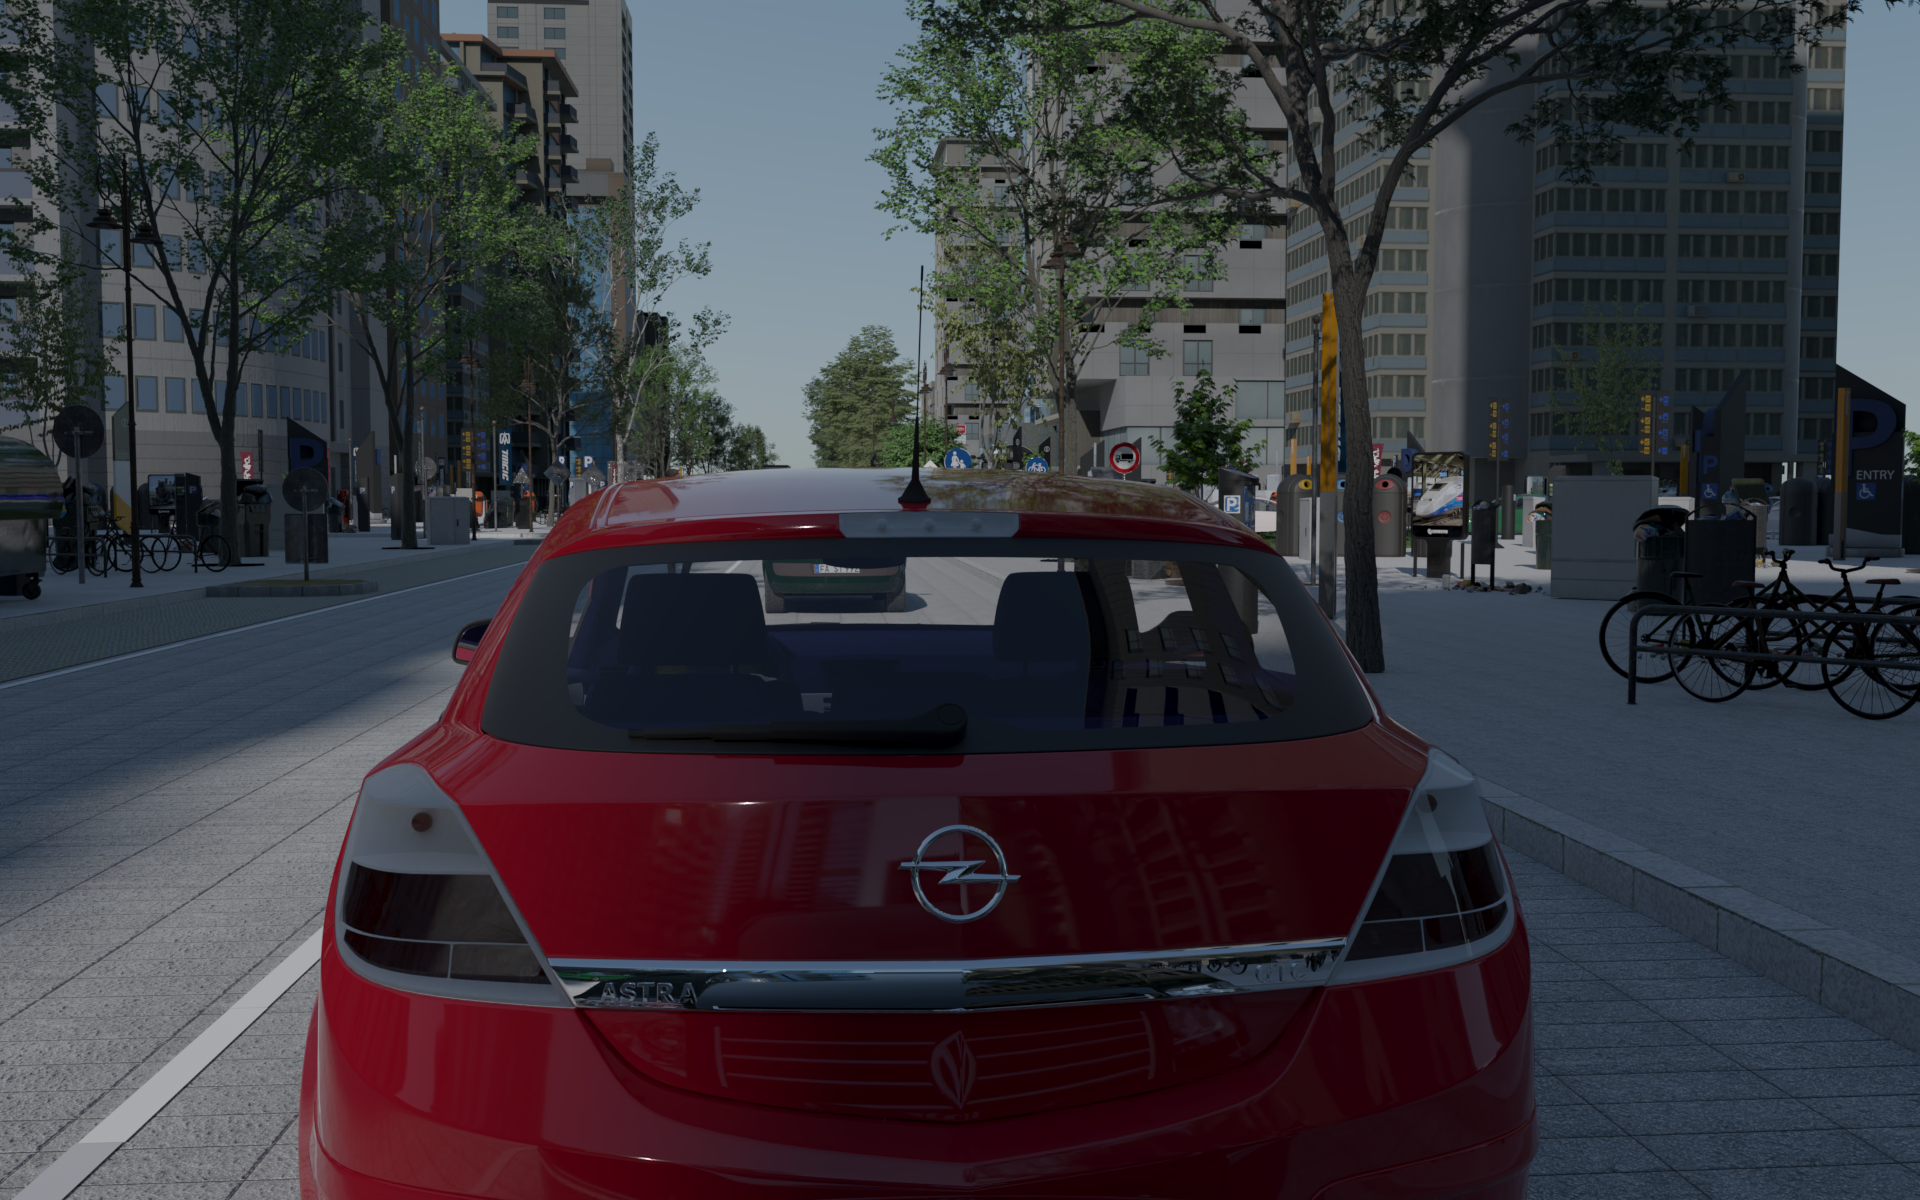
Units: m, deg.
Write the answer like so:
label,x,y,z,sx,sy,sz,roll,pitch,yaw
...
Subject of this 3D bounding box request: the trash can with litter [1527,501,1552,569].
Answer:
label,x,y,z,sx,sy,sz,roll,pitch,yaw
trash can with litter,10.098,-1.118,29.674,0.624,1.170,1.055,2,4,26

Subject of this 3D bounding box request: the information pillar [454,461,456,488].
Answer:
label,x,y,z,sx,sy,sz,roll,pitch,yaw
information pillar,-36.202,-8.126,124.219,0.183,3.616,0.504,-1,4,-13

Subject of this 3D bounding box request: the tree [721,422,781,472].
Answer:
label,x,y,z,sx,sy,sz,roll,pitch,yaw
tree,-33.471,-21.989,276.525,9.611,12.733,9.660,0,3,0

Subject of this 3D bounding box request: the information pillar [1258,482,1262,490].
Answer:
label,x,y,z,sx,sy,sz,roll,pitch,yaw
information pillar,18.677,-6.365,108.558,0.304,2.012,0.304,-2,4,-30

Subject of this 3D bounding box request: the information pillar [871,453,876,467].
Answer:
label,x,y,z,sx,sy,sz,roll,pitch,yaw
information pillar,-4.854,-6.488,97.425,0.183,3.616,0.504,2,4,31

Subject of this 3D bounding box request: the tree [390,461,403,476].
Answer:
label,x,y,z,sx,sy,sz,roll,pitch,yaw
tree,-32.296,-6.462,100.255,1.663,3.219,1.824,0,3,0

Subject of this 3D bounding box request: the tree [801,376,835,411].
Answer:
label,x,y,z,sx,sy,sz,roll,pitch,yaw
tree,-16.064,-24.260,252.538,12.611,20.169,13.585,0,3,0

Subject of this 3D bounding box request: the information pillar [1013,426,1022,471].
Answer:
label,x,y,z,sx,sy,sz,roll,pitch,yaw
information pillar,1.984,-4.182,59.735,0.183,3.616,0.504,-2,4,-29

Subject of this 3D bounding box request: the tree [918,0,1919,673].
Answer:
label,x,y,z,sx,sy,sz,roll,pitch,yaw
tree,3.011,-4.778,12.535,8.767,10.594,7.601,1,4,10

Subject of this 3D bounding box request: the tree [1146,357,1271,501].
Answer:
label,x,y,z,sx,sy,sz,roll,pitch,yaw
tree,3.303,-1.818,24.332,1.663,3.219,1.824,0,3,0

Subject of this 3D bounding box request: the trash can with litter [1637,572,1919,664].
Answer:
label,x,y,z,sx,sy,sz,roll,pitch,yaw
trash can with litter,6.389,-0.154,13.575,2.233,1.210,1.678,1,4,16

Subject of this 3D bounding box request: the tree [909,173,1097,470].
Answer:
label,x,y,z,sx,sy,sz,roll,pitch,yaw
tree,0.956,-5.533,40.819,4.737,8.622,4.395,0,3,0

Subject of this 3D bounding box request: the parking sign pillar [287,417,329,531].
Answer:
label,x,y,z,sx,sy,sz,roll,pitch,yaw
parking sign pillar,-22.699,-4.394,60.320,1.447,3.967,1.447,-2,4,-25

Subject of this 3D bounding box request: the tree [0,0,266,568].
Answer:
label,x,y,z,sx,sy,sz,roll,pitch,yaw
tree,-13.056,-6.392,30.257,9.928,11.665,9.643,0,3,0

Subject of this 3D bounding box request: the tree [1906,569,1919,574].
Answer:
label,x,y,z,sx,sy,sz,roll,pitch,yaw
tree,16.045,-2.038,27.919,1.663,3.219,1.824,0,3,0

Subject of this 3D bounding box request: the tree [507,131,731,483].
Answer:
label,x,y,z,sx,sy,sz,roll,pitch,yaw
tree,-18.251,-14.457,92.265,12.611,20.169,13.585,0,3,0

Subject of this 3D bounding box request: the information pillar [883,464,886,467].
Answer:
label,x,y,z,sx,sy,sz,roll,pitch,yaw
information pillar,-5.357,-8.095,123.709,0.183,3.616,0.504,-3,5,-41

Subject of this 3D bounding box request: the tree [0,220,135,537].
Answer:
label,x,y,z,sx,sy,sz,roll,pitch,yaw
tree,-24.588,-5.904,46.888,4.737,8.622,4.395,0,3,0

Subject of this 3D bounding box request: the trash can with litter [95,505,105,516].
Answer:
label,x,y,z,sx,sy,sz,roll,pitch,yaw
trash can with litter,-20.077,-1.730,39.679,0.624,1.170,1.055,0,4,-7

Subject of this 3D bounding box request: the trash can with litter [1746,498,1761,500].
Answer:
label,x,y,z,sx,sy,sz,roll,pitch,yaw
trash can with litter,13.606,-1.197,30.621,2.233,1.210,1.678,-1,4,-14

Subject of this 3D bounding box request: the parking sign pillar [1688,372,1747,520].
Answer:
label,x,y,z,sx,sy,sz,roll,pitch,yaw
parking sign pillar,16.768,-3.033,38.068,1.447,3.967,1.447,-3,5,-43

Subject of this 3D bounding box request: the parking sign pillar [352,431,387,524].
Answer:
label,x,y,z,sx,sy,sz,roll,pitch,yaw
parking sign pillar,-25.450,-5.264,74.532,1.447,3.967,1.447,3,4,39

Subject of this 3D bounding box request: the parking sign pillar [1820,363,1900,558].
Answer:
label,x,y,z,sx,sy,sz,roll,pitch,yaw
parking sign pillar,18.528,-2.867,35.351,1.447,3.967,1.447,2,4,33

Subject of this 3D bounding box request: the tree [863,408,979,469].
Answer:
label,x,y,z,sx,sy,sz,roll,pitch,yaw
tree,-1.261,-5.028,65.915,4.285,4.588,4.351,0,3,0

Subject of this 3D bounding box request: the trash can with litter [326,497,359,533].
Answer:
label,x,y,z,sx,sy,sz,roll,pitch,yaw
trash can with litter,-20.339,-2.796,57.099,1.055,1.170,0.624,1,4,11

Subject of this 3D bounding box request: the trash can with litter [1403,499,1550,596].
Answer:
label,x,y,z,sx,sy,sz,roll,pitch,yaw
trash can with litter,6.992,-0.718,22.799,1.678,1.210,2.233,-1,4,-13

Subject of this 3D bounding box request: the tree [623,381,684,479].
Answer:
label,x,y,z,sx,sy,sz,roll,pitch,yaw
tree,-19.733,-9.784,110.324,4.360,8.622,3.978,0,3,0

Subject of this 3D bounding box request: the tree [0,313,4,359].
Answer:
label,x,y,z,sx,sy,sz,roll,pitch,yaw
tree,-24.829,-5.519,40.595,4.360,8.622,3.978,0,3,0

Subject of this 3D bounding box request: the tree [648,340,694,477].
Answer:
label,x,y,z,sx,sy,sz,roll,pitch,yaw
tree,-20.053,-11.750,117.872,9.928,11.665,9.643,0,3,0

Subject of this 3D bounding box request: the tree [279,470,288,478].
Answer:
label,x,y,z,sx,sy,sz,roll,pitch,yaw
tree,-28.057,-4.878,74.354,1.663,3.219,1.824,0,3,0

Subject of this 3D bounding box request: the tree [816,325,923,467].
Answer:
label,x,y,z,sx,sy,sz,roll,pitch,yaw
tree,-6.042,-12.133,116.495,7.486,12.596,7.792,0,3,0

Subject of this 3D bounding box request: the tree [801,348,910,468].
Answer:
label,x,y,z,sx,sy,sz,roll,pitch,yaw
tree,-8.596,-14.788,148.431,9.857,13.997,8.962,0,3,0

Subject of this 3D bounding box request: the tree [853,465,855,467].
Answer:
label,x,y,z,sx,sy,sz,roll,pitch,yaw
tree,-9.121,-13.069,164.043,4.360,8.622,3.978,0,3,0

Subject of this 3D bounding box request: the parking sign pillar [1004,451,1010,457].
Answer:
label,x,y,z,sx,sy,sz,roll,pitch,yaw
parking sign pillar,2.430,-7.218,106.480,1.447,3.967,1.447,0,4,-6

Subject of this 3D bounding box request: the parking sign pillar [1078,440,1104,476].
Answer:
label,x,y,z,sx,sy,sz,roll,pitch,yaw
parking sign pillar,6.510,-5.965,86.005,1.447,3.967,1.447,-2,4,-24

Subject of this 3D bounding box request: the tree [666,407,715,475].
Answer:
label,x,y,z,sx,sy,sz,roll,pitch,yaw
tree,-21.809,-11.509,138.532,4.737,8.622,4.395,0,3,0

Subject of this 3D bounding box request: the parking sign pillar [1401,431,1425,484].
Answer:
label,x,y,z,sx,sy,sz,roll,pitch,yaw
parking sign pillar,19.231,-5.206,73.598,1.447,3.967,1.447,-1,4,-14

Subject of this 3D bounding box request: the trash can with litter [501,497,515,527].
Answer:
label,x,y,z,sx,sy,sz,roll,pitch,yaw
trash can with litter,-17.778,-3.452,67.835,0.624,1.170,1.055,1,4,8

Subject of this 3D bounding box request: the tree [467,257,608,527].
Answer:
label,x,y,z,sx,sy,sz,roll,pitch,yaw
tree,-15.792,-8.158,67.800,7.601,10.594,8.767,0,4,5

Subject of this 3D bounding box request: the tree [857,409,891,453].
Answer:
label,x,y,z,sx,sy,sz,roll,pitch,yaw
tree,-6.899,-11.605,140.106,4.737,8.622,4.395,0,3,0

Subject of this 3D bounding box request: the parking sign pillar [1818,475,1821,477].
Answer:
label,x,y,z,sx,sy,sz,roll,pitch,yaw
parking sign pillar,60.254,-8.168,122.013,1.447,3.967,1.447,2,4,30

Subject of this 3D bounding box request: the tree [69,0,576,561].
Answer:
label,x,y,z,sx,sy,sz,roll,pitch,yaw
tree,-12.930,-6.975,39.794,9.928,11.665,9.643,0,3,0

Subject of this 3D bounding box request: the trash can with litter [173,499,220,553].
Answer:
label,x,y,z,sx,sy,sz,roll,pitch,yaw
trash can with litter,-16.549,-1.606,37.645,1.055,1.170,0.624,-1,4,-10

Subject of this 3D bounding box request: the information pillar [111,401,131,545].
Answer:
label,x,y,z,sx,sy,sz,roll,pitch,yaw
information pillar,-21.031,-3.189,43.492,0.183,3.616,0.504,1,4,22

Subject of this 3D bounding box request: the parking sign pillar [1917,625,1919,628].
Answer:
label,x,y,z,sx,sy,sz,roll,pitch,yaw
parking sign pillar,9.847,-1.697,16.223,1.447,3.967,1.447,-3,5,-45

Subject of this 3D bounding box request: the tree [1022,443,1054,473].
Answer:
label,x,y,z,sx,sy,sz,roll,pitch,yaw
tree,2.732,-4.380,66.222,1.663,3.219,1.824,0,3,0

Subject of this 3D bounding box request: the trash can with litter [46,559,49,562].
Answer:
label,x,y,z,sx,sy,sz,roll,pitch,yaw
trash can with litter,-17.617,-1.289,32.133,2.233,1.210,1.678,2,4,24

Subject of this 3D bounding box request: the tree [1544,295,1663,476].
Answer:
label,x,y,z,sx,sy,sz,roll,pitch,yaw
tree,23.745,-6.912,63.376,4.737,8.622,4.395,0,3,0

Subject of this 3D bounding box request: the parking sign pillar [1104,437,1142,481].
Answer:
label,x,y,z,sx,sy,sz,roll,pitch,yaw
parking sign pillar,7.932,-5.716,81.926,1.447,3.967,1.447,-2,4,-29

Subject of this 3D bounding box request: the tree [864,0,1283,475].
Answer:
label,x,y,z,sx,sy,sz,roll,pitch,yaw
tree,1.934,-6.520,32.360,9.928,11.665,9.643,0,3,0

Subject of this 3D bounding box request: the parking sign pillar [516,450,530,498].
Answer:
label,x,y,z,sx,sy,sz,roll,pitch,yaw
parking sign pillar,-26.725,-7.194,106.086,1.447,3.967,1.447,-3,4,-38

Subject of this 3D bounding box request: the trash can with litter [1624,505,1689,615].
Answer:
label,x,y,z,sx,sy,sz,roll,pitch,yaw
trash can with litter,7.387,-0.440,18.581,0.624,1.170,1.055,0,4,3
